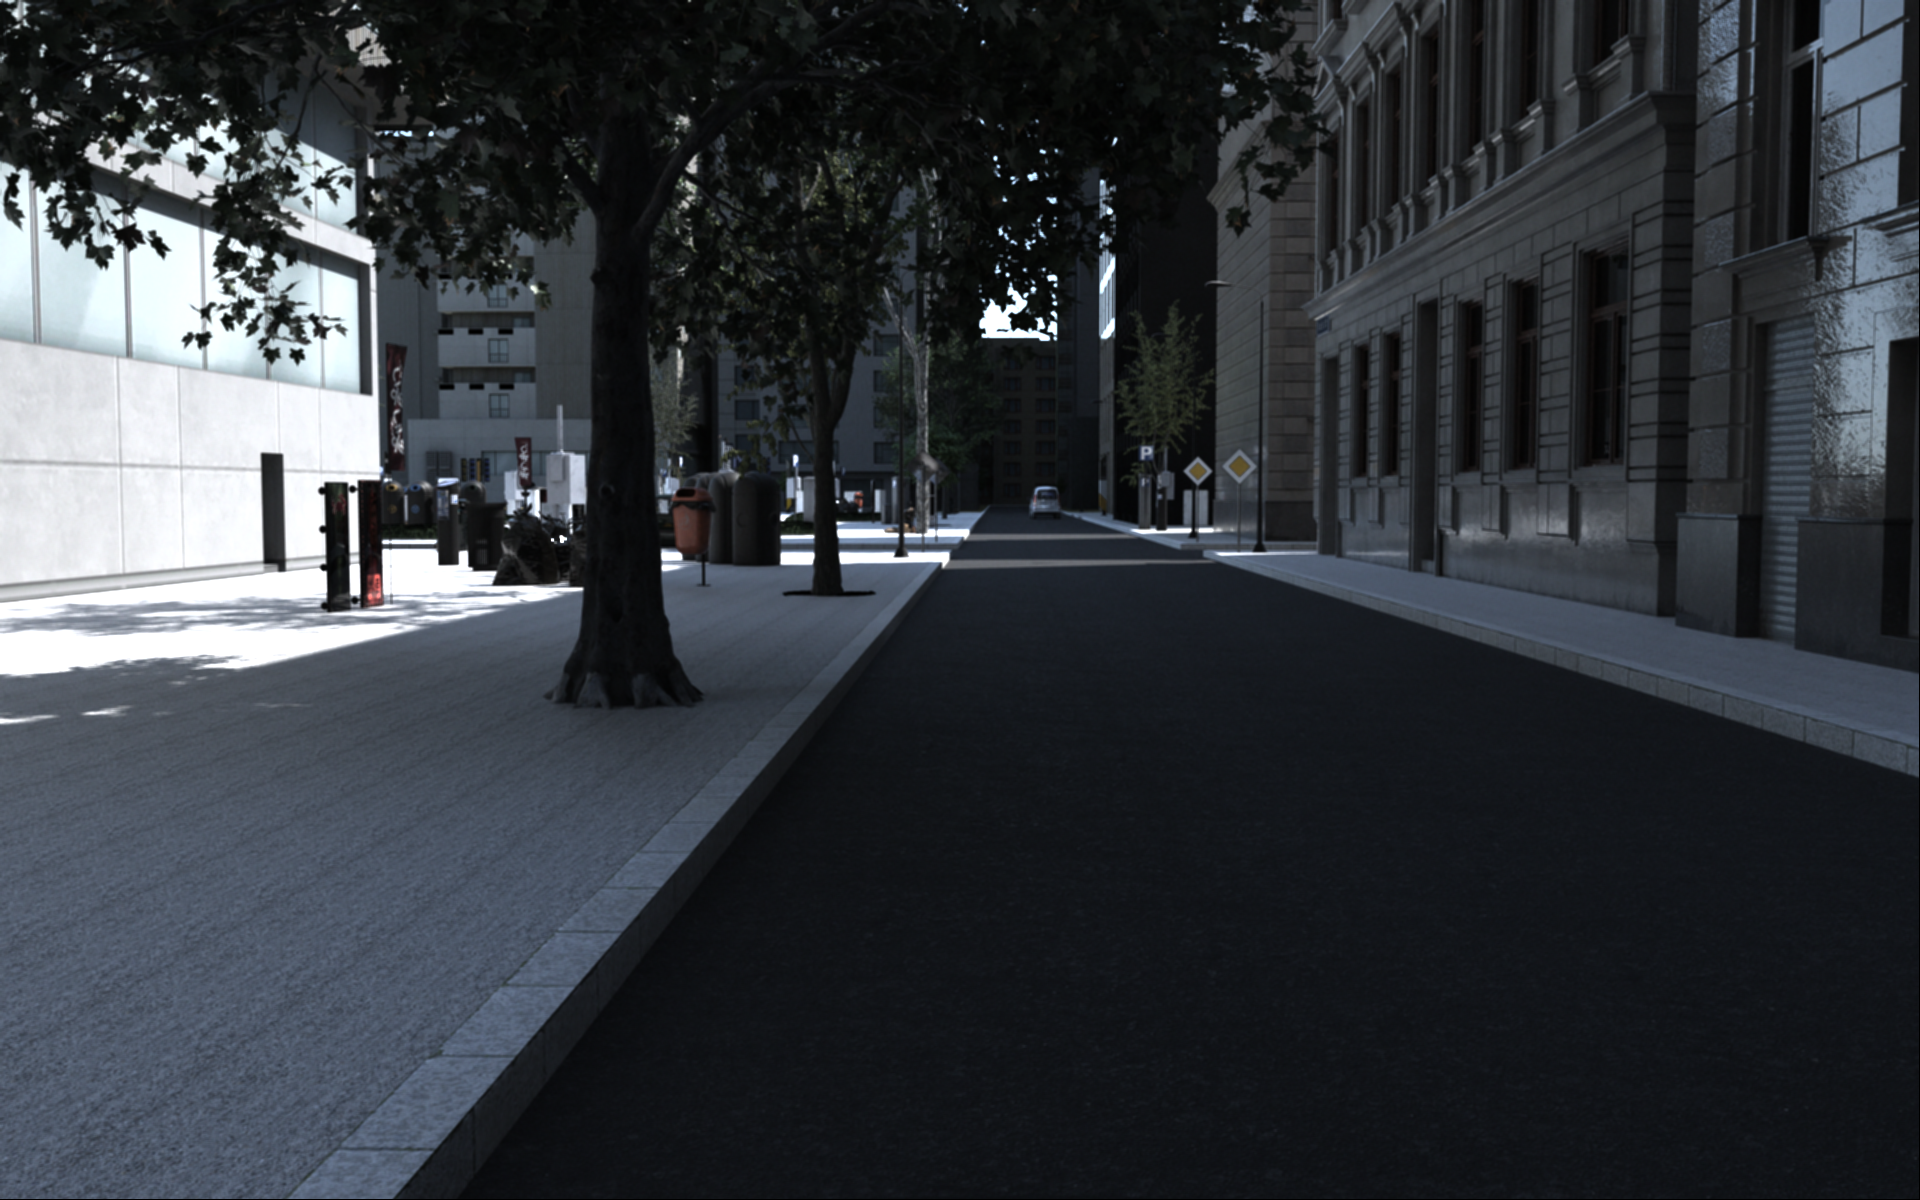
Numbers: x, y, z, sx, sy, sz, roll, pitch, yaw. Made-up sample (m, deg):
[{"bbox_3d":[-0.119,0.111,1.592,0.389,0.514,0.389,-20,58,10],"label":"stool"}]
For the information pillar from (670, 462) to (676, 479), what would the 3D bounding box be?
[{"bbox_3d":[-20.241,-7.992,122.027,0.504,3.616,0.183,1,4,10],"label":"information pillar"}]

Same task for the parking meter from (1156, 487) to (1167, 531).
[{"bbox_3d":[7.045,-3.187,60.516,0.372,1.533,0.369,0,3,0],"label":"parking meter"}]

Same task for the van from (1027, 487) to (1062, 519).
[{"bbox_3d":[4.951,-5.740,100.857,2.013,2.044,4.112,0,4,-1],"label":"van"}]

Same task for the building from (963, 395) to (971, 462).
[{"bbox_3d":[-6.043,-23.970,163.608,14.160,30.474,14.107,0,4,1],"label":"building"}]

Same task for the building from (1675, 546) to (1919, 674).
[{"bbox_3d":[12.310,-12.631,3.782,12.463,27.353,25.104,0,4,1],"label":"building"}]

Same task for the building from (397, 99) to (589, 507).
[{"bbox_3d":[-40.433,-36.334,183.300,27.495,52.752,28.713,0,4,1],"label":"building"}]

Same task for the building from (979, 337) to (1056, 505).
[{"bbox_3d":[-1.186,-22.848,218.605,28.899,21.520,27.650,0,4,1],"label":"building"}]

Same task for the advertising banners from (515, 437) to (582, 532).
[{"bbox_3d":[-12.695,-3.497,53.371,2.074,3.025,0.090,0,4,6],"label":"advertising banners"}]

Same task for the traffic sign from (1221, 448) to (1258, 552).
[{"bbox_3d":[6.127,-2.103,38.034,0.795,2.450,0.064,0,4,1],"label":"traffic sign"}]

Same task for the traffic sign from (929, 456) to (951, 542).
[{"bbox_3d":[-0.630,-2.603,46.198,0.795,2.450,0.064,0,4,1],"label":"traffic sign"}]

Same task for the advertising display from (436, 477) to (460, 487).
[{"bbox_3d":[-19.213,-3.659,65.031,0.123,1.923,0.974,3,5,40],"label":"advertising display"}]

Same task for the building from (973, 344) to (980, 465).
[{"bbox_3d":[-4.976,-33.006,189.751,14.200,45.320,14.600,0,4,1],"label":"building"}]

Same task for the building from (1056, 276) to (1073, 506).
[{"bbox_3d":[17.487,-30.922,189.170,14.154,41.232,14.086,0,4,1],"label":"building"}]

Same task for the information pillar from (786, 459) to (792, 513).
[{"bbox_3d":[-11.370,-7.569,115.114,0.183,3.616,0.504,-3,5,-42],"label":"information pillar"}]

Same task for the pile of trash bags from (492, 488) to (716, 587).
[{"bbox_3d":[-4.954,-0.904,24.532,3.447,1.369,1.912,2,4,25],"label":"pile of trash bags"}]

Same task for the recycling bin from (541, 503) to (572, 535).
[{"bbox_3d":[-11.805,-2.334,50.722,0.722,1.027,0.722,0,4,5],"label":"recycling bin"}]

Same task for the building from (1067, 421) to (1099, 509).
[{"bbox_3d":[20.362,-50.406,136.817,22.319,86.520,31.000,0,4,1],"label":"building"}]

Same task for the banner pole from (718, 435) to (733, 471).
[{"bbox_3d":[-10.056,-5.145,74.145,0.863,3.779,0.401,-2,4,-30],"label":"banner pole"}]

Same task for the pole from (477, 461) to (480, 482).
[{"bbox_3d":[-30.023,-6.987,108.076,0.158,3.312,0.155,0,3,0],"label":"pole"}]

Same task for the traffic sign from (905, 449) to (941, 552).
[{"bbox_3d":[-0.815,-2.115,38.215,0.795,2.450,0.064,0,4,1],"label":"traffic sign"}]

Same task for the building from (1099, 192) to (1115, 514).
[{"bbox_3d":[18.951,-18.275,103.315,19.350,26.468,34.151,0,4,1],"label":"building"}]

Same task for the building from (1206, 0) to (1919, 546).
[{"bbox_3d":[20.477,-15.536,51.284,25.104,27.353,12.463,0,4,1],"label":"building"}]

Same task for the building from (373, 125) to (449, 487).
[{"bbox_3d":[-62.048,-31.079,191.731,14.086,41.232,14.154,0,4,1],"label":"building"}]

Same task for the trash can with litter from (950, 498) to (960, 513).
[{"bbox_3d":[-0.564,-6.332,114.915,1.055,1.170,0.624,-2,4,-29],"label":"trash can with litter"}]

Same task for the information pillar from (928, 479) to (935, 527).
[{"bbox_3d":[-1.185,-3.819,66.929,0.304,2.012,0.304,3,4,38],"label":"information pillar"}]

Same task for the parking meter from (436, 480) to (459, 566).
[{"bbox_3d":[-9.221,-1.393,31.191,0.372,1.533,0.369,0,3,0],"label":"parking meter"}]

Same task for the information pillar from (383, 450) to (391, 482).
[{"bbox_3d":[-30.636,-6.198,92.696,0.183,3.616,0.504,2,4,25],"label":"information pillar"}]

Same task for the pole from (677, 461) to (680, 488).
[{"bbox_3d":[-17.526,-6.975,107.891,0.158,3.312,0.155,0,3,0],"label":"pole"}]

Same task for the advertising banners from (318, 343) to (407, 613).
[{"bbox_3d":[-6.686,-1.429,19.558,0.090,3.025,2.074,1,4,8],"label":"advertising banners"}]

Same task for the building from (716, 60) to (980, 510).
[{"bbox_3d":[-8.648,-43.232,145.094,20.563,71.187,20.611,0,4,1],"label":"building"}]

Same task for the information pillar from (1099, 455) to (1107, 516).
[{"bbox_3d":[8.526,-6.839,103.167,0.504,3.616,0.183,-2,4,-30],"label":"information pillar"}]

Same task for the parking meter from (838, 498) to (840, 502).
[{"bbox_3d":[-8.405,-6.886,118.292,0.399,1.863,0.255,-1,4,-13],"label":"parking meter"}]

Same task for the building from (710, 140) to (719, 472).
[{"bbox_3d":[-19.470,-31.026,190.866,14.086,41.232,14.154,0,4,1],"label":"building"}]

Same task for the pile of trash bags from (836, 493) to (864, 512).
[{"bbox_3d":[-6.415,-5.351,97.249,1.912,1.369,3.447,2,4,26],"label":"pile of trash bags"}]

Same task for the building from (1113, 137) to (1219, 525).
[{"bbox_3d":[13.634,-15.185,77.947,12.332,23.373,15.834,0,4,1],"label":"building"}]

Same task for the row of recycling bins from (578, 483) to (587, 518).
[{"bbox_3d":[-13.831,-3.622,66.335,1.069,1.692,3.534,3,5,40],"label":"row of recycling bins"}]

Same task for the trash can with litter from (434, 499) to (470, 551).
[{"bbox_3d":[-11.475,-1.687,38.972,1.055,1.170,0.624,3,4,38],"label":"trash can with litter"}]

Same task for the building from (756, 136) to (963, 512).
[{"bbox_3d":[-7.199,-21.833,128.676,14.160,30.474,14.107,0,4,1],"label":"building"}]

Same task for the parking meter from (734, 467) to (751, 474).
[{"bbox_3d":[-4.680,-1.952,37.619,0.399,1.863,0.255,-2,4,-30],"label":"parking meter"}]

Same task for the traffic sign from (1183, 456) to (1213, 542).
[{"bbox_3d":[6.312,-2.592,46.017,0.795,2.450,0.064,0,4,1],"label":"traffic sign"}]

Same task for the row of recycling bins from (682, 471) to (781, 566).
[{"bbox_3d":[-4.337,-1.543,32.343,1.069,1.692,3.534,-2,4,-28],"label":"row of recycling bins"}]

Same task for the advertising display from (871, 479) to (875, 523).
[{"bbox_3d":[-3.837,-4.354,76.408,0.123,1.923,0.974,0,4,-6],"label":"advertising display"}]

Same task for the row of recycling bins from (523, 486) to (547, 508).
[{"bbox_3d":[-26.757,-6.370,111.267,3.534,1.692,1.069,3,4,38],"label":"row of recycling bins"}]

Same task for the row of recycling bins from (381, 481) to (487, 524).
[{"bbox_3d":[-16.240,-2.828,53.344,3.534,1.692,1.069,1,4,10],"label":"row of recycling bins"}]

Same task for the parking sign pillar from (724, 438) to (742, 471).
[{"bbox_3d":[-10.886,-5.797,83.253,1.447,3.967,1.447,1,4,16],"label":"parking sign pillar"}]

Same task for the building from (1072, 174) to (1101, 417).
[{"bbox_3d":[21.441,-38.253,167.436,21.231,58.520,28.212,0,4,1],"label":"building"}]

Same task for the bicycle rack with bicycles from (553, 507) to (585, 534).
[{"bbox_3d":[-10.028,-2.124,48.103,2.925,0.926,2.852,-1,4,-21],"label":"bicycle rack with bicycles"}]
